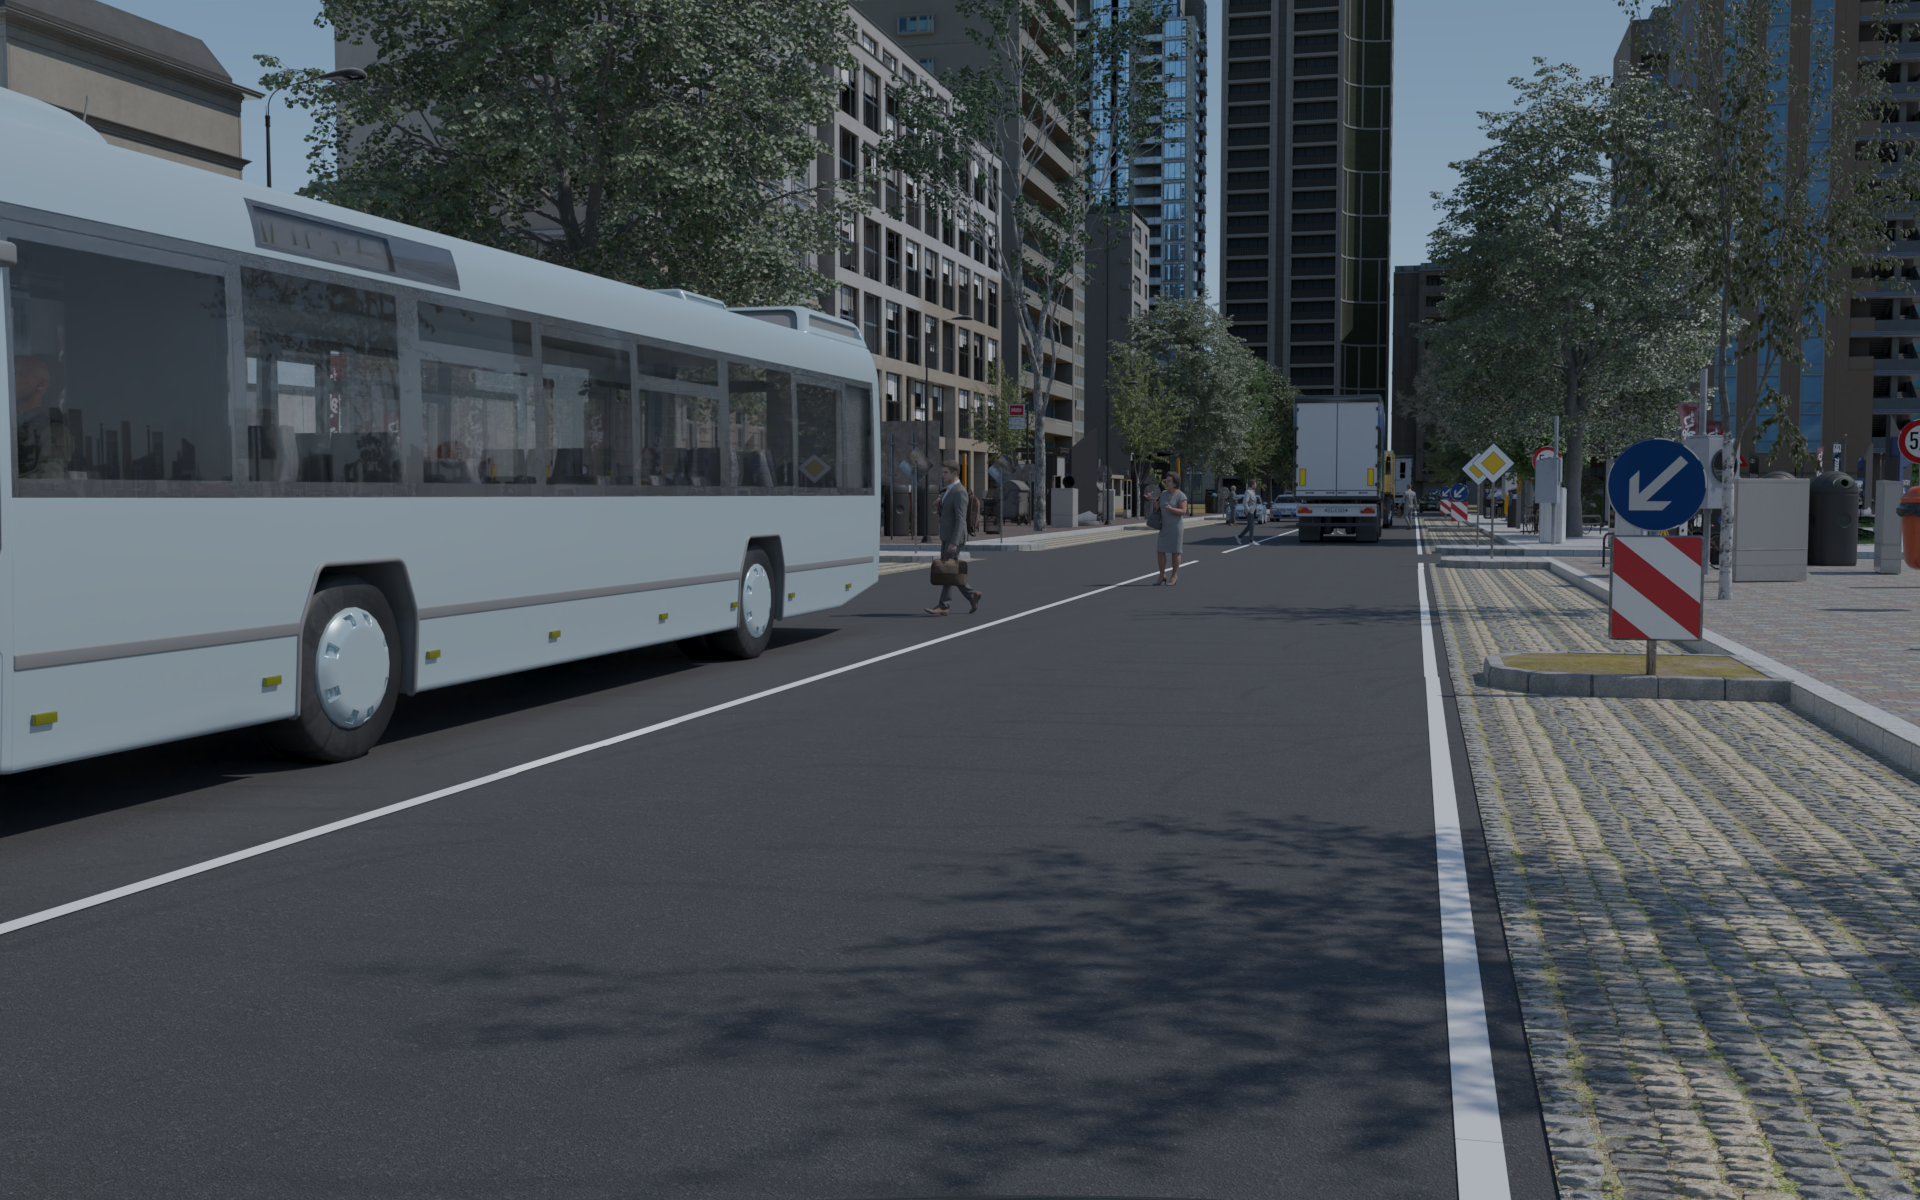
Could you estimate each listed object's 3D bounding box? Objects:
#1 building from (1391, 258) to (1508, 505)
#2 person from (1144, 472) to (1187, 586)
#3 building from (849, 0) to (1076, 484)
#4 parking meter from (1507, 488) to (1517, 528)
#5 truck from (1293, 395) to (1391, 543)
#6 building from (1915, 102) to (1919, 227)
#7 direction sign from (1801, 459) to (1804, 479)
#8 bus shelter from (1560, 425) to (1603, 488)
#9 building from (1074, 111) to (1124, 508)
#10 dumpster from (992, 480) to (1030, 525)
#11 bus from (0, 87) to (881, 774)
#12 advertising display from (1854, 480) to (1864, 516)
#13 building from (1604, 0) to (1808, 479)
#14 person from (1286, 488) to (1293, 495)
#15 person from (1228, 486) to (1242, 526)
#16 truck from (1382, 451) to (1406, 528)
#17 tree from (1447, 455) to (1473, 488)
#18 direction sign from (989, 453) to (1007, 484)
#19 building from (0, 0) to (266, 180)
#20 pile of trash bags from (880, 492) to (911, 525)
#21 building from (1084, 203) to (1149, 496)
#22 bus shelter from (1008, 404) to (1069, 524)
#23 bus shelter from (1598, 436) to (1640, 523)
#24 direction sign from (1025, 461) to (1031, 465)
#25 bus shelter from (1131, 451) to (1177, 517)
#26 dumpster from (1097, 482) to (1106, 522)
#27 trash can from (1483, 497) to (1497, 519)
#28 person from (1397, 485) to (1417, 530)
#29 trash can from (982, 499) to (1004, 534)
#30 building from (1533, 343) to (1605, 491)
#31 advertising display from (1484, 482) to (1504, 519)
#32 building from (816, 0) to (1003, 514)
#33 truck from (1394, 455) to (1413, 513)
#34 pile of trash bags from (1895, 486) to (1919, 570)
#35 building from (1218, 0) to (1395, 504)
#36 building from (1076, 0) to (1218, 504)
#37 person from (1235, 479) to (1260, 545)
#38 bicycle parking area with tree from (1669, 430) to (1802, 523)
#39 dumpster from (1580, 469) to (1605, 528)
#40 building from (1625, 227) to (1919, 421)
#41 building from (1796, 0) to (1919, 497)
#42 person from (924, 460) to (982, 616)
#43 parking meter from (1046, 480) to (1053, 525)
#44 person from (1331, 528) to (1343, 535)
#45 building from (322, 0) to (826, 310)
[{"bbox_3d":[60.789,-27.126,215.213,14.107,30.474,14.160,1,4,15],"label":"building"},{"bbox_3d":[3.175,-1.115,27.087,0.716,1.782,0.532,3,5,44],"label":"person"},{"bbox_3d":[-3.500,-31.242,134.507,21.300,48.544,21.600,1,4,15],"label":"building"},{"bbox_3d":[21.037,-3.518,65.931,0.372,1.533,0.369,0,3,0],"label":"parking meter"},{"bbox_3d":[12.076,-4.015,54.553,2.839,4.237,11.283,1,4,14],"label":"truck"},{"bbox_3d":[86.411,-43.649,151.909,20.611,71.187,20.563,1,4,15],"label":"building"},{"bbox_3d":[48.175,-6.552,99.121,0.379,3.537,0.876,1,4,21],"label":"direction sign"},{"bbox_3d":[29.821,-6.510,84.064,2.179,5.291,8.768,1,4,15],"label":"bus shelter"},{"bbox_3d":[-1.789,-28.526,158.283,32.217,40.220,23.993,1,4,15],"label":"building"},{"bbox_3d":[2.090,-4.018,71.450,1.264,1.857,1.865,1,4,15],"label":"dumpster"},{"bbox_3d":[-3.719,-1.062,12.222,2.948,3.499,13.247,1,4,14],"label":"bus"},{"bbox_3d":[40.376,-4.469,78.277,0.974,1.923,0.123,-1,4,-15],"label":"advertising display"},{"bbox_3d":[68.067,-31.196,160.159,14.600,45.320,14.200,1,4,15],"label":"building"},{"bbox_3d":[21.658,-6.479,114.214,0.659,1.850,0.755,0,4,-6],"label":"person"},{"bbox_3d":[12.438,-4.264,78.397,0.590,1.801,0.661,0,4,-2],"label":"person"},{"bbox_3d":[17.799,-4.927,76.477,3.469,3.379,9.791,1,4,16],"label":"truck"},{"bbox_3d":[46.068,-12.768,159.123,4.737,8.622,4.395,0,3,0],"label":"tree"},{"bbox_3d":[2.173,-6.305,95.089,0.876,3.537,0.379,-1,4,-16],"label":"direction sign"},{"bbox_3d":[-50.360,-15.144,80.890,30.059,22.955,16.112,1,4,15],"label":"building"},{"bbox_3d":[-3.180,-3.777,71.514,3.447,1.369,1.912,2,4,26],"label":"pile of trash bags"},{"bbox_3d":[11.743,-24.756,176.458,14.107,30.474,14.160,1,4,15],"label":"building"},{"bbox_3d":[3.876,-6.228,79.463,2.179,5.291,8.768,1,4,15],"label":"bus shelter"},{"bbox_3d":[24.451,-4.216,62.850,2.014,3.302,5.546,1,4,15],"label":"bus shelter"},{"bbox_3d":[4.836,-7.767,118.990,0.876,3.537,0.379,3,5,41],"label":"direction sign"},{"bbox_3d":[10.972,-6.522,97.913,1.731,3.624,6.357,1,4,15],"label":"bus shelter"},{"bbox_3d":[5.943,-4.505,79.415,1.264,1.857,1.865,1,4,14],"label":"dumpster"},{"bbox_3d":[27.257,-4.740,89.155,0.748,1.137,0.748,0,3,0],"label":"trash can"},{"bbox_3d":[17.978,-3.725,69.519,0.709,1.813,0.853,-1,4,-21],"label":"person"},{"bbox_3d":[1.050,-2.669,55.287,0.748,1.137,0.748,0,3,0],"label":"trash can"},{"bbox_3d":[83.316,-22.722,216.543,28.899,21.520,27.650,1,4,15],"label":"building"},{"bbox_3d":[27.690,-5.174,89.809,0.974,1.923,0.123,0,4,2],"label":"advertising display"},{"bbox_3d":[-10.871,-18.097,100.395,19.350,26.468,34.151,1,4,15],"label":"building"},{"bbox_3d":[32.993,-8.719,131.463,2.839,4.237,11.283,1,4,14],"label":"truck"},{"bbox_3d":[12.097,-0.574,19.135,3.447,1.369,1.912,0,4,-1],"label":"pile of trash bags"},{"bbox_3d":[44.493,-47.911,221.604,20.611,71.187,20.563,1,4,15],"label":"building"},{"bbox_3d":[19.237,-55.931,227.138,31.000,86.520,22.319,1,4,15],"label":"building"},{"bbox_3d":[8.051,-2.456,48.509,0.795,1.843,0.661,2,4,29],"label":"person"},{"bbox_3d":[35.053,-5.595,78.478,8.231,4.147,9.016,2,4,25],"label":"bicycle parking area with tree"},{"bbox_3d":[24.245,-3.949,67.066,1.502,2.255,1.985,1,4,15],"label":"dumpster"},{"bbox_3d":[69.317,-17.938,138.327,27.650,21.520,28.899,1,4,15],"label":"building"},{"bbox_3d":[56.712,-28.657,118.659,14.600,45.320,14.200,1,4,15],"label":"building"},{"bbox_3d":[-0.050,-0.732,20.436,0.822,1.834,0.622,-2,4,-25],"label":"person"},{"bbox_3d":[3.746,-4.028,71.571,0.255,1.863,0.399,-1,4,-16],"label":"parking meter"},{"bbox_3d":[13.304,-3.239,61.437,0.573,1.828,0.580,2,4,35],"label":"person"},{"bbox_3d":[-15.052,-17.574,73.235,13.634,28.700,20.117,1,4,15],"label":"building"}]
